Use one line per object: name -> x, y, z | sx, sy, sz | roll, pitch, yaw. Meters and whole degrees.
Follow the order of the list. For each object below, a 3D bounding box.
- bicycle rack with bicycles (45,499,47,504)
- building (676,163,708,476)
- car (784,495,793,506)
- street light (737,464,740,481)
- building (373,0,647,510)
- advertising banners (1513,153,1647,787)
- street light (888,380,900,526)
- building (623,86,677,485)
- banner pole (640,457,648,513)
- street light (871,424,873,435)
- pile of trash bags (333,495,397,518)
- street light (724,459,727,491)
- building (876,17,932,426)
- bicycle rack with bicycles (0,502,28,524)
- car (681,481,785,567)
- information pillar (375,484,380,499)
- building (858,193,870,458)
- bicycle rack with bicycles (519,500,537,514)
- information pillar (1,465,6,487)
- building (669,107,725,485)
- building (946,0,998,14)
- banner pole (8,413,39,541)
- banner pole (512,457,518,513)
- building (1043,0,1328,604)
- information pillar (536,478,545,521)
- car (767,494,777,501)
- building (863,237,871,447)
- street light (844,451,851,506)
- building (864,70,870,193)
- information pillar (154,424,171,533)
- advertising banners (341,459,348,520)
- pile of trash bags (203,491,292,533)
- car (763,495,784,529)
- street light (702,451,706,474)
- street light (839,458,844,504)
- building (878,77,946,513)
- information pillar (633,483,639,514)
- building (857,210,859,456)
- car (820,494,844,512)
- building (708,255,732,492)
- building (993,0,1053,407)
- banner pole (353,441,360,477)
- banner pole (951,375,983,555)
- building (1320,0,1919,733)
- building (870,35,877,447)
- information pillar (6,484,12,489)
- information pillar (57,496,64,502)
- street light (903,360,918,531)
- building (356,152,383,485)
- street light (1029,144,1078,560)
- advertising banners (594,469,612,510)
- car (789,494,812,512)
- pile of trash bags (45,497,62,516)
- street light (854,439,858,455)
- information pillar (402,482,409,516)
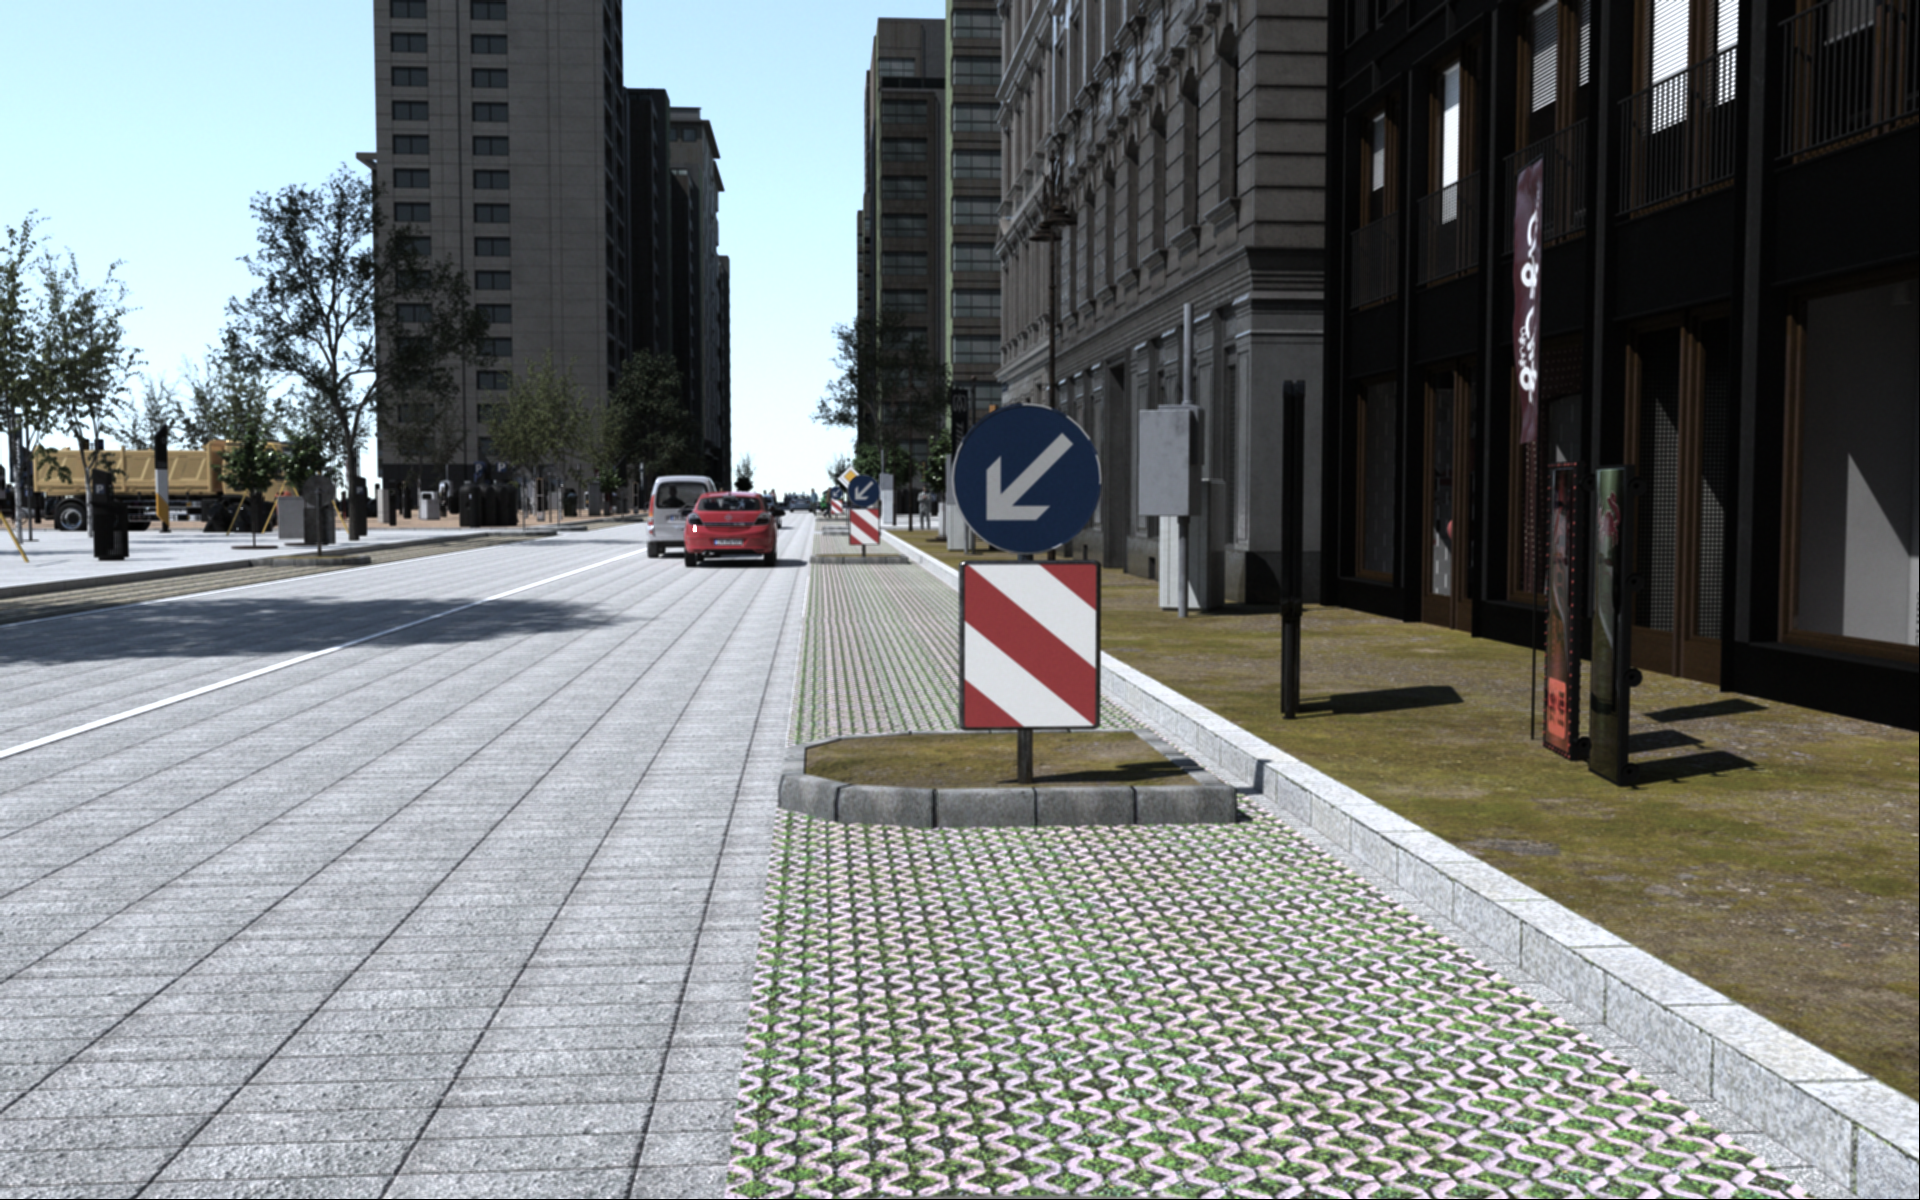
bicycle rack with bicycles -> -62.885, -6.472, 119.192 | 2.852, 0.926, 2.925 | -3, 4, -39
building -> -38.306, -32.049, 207.598 | 14.154, 41.232, 14.086 | 0, 4, -5
car -> -20.163, -11.951, 207.763 | 2.083, 1.381, 4.827 | 0, 4, -3
street light -> -33.603, -17.753, 263.042 | 0.468, 5.910, 1.993 | 0, 4, -5
building -> -37.868, -43.571, 150.640 | 20.563, 71.187, 20.611 | 0, 4, -5
advertising banners -> 2.962, -0.749, 8.436 | 0.090, 3.025, 2.074 | 0, 4, 4
street light -> -2.668, -5.969, 70.380 | 0.468, 5.910, 1.993 | 0, 4, -5
building -> -35.811, -29.702, 169.227 | 14.154, 41.232, 14.086 | 0, 4, -5
banner pole -> -21.598, -7.827, 117.994 | 0.401, 3.779, 0.863 | -3, 5, -40
street light -> -5.418, -8.192, 106.729 | 0.468, 5.910, 1.993 | 0, 4, -5
pile of trash bags -> -32.214, -5.199, 94.758 | 3.447, 1.369, 1.912 | 2, 4, 24
street light -> -30.781, -15.573, 227.406 | 0.468, 5.910, 1.993 | 0, 4, -5
building -> -0.423, -28.731, 153.345 | 14.154, 41.232, 14.086 | 0, 4, -5
bicycle rack with bicycles -> -41.259, -3.634, 72.794 | 2.925, 0.926, 2.852 | 1, 4, 9
car -> -4.677, -1.626, 35.626 | 2.155, 1.783, 4.494 | 0, 4, -5
information pillar -> -40.831, -7.153, 121.436 | 0.304, 2.012, 0.304 | -1, 4, -11
building -> -6.263, -33.881, 237.551 | 14.154, 41.232, 14.086 | 0, 4, -5
bicycle rack with bicycles -> -27.582, -5.855, 109.113 | 2.852, 0.926, 2.925 | -2, 4, -24
information pillar -> -72.860, -8.590, 131.807 | 0.504, 3.616, 0.183 | 1, 4, 16
building -> -47.995, -39.748, 239.123 | 28.713, 52.752, 27.495 | 0, 4, -5
building -> 6.027, -25.596, 102.082 | 14.154, 41.232, 14.086 | 0, 4, -5
banner pole -> -25.578, -3.498, 47.205 | 0.863, 3.779, 0.401 | 1, 4, 15
banner pole -> -29.624, -7.666, 115.349 | 0.401, 3.779, 0.863 | 1, 4, 16
building -> 7.262, -10.985, 28.752 | 9.793, 20.994, 18.267 | 0, 4, -5
information pillar -> -19.774, -4.721, 81.680 | 0.304, 2.012, 0.304 | 0, 4, 5
car -> -26.736, -14.157, 243.463 | 2.014, 1.417, 4.499 | 0, 4, -3
building -> -3.975, -25.982, 196.502 | 14.160, 30.474, 14.107 | 0, 4, -5
street light -> -11.787, -12.895, 183.613 | 0.468, 5.910, 1.993 | 0, 4, -5
building -> -7.784, -52.226, 292.138 | 20.563, 71.187, 20.611 | 0, 4, -5
information pillar -> -26.579, -4.057, 57.688 | 0.183, 3.616, 0.504 | 1, 4, 18
advertising banners -> -30.664, -5.511, 86.292 | 0.090, 3.025, 2.074 | -2, 4, -27
pile of trash bags -> -23.725, -2.963, 58.194 | 3.447, 1.369, 1.912 | 2, 4, 25
car -> -8.400, -3.699, 72.475 | 2.014, 1.417, 4.499 | 0, 4, -4
street light -> -27.083, -12.844, 182.793 | 0.468, 5.910, 1.993 | 0, 4, -5
street light -> -15.602, -15.798, 231.089 | 0.468, 5.910, 1.993 | 0, 4, -5
building -> 1.143, -21.556, 124.142 | 14.160, 30.474, 14.107 | 0, 4, -5
information pillar -> -20.910, -6.562, 111.772 | 0.304, 2.012, 0.304 | 0, 4, -7
building -> -7.937, -34.736, 251.521 | 14.154, 41.232, 14.086 | 0, 4, -5
car -> -10.410, -8.059, 140.554 | 1.959, 1.807, 4.718 | 0, 4, -4
building -> -45.538, -36.968, 288.027 | 14.154, 41.232, 14.086 | 0, 4, -5
building -> 7.211, -12.988, 48.516 | 11.583, 22.565, 21.152 | 0, 4, -5
banner pole -> -28.493, -5.619, 81.880 | 0.401, 3.779, 0.863 | 0, 4, 4
banner pole -> 0.114, -2.842, 36.481 | 0.863, 3.779, 0.401 | -3, 5, -41
building -> 10.923, -11.145, 11.902 | 12.332, 23.373, 15.834 | 0, 4, -5
building -> -1.586, -31.666, 167.848 | 14.600, 45.320, 14.200 | 0, 4, -5
information pillar -> -68.643, -7.375, 125.077 | 0.304, 2.012, 0.304 | 0, 4, -6
information pillar -> -55.099, -6.214, 106.082 | 0.304, 2.012, 0.304 | -1, 4, -13
street light -> -1.708, -5.318, 59.741 | 0.468, 5.910, 1.993 | 0, 4, -5
building -> -45.876, -30.341, 187.949 | 32.217, 40.220, 23.993 | 0, 4, -5
street light -> 1.244, -3.095, 23.398 | 0.468, 5.910, 1.993 | 0, 4, -5
advertising banners -> -24.657, -7.671, 121.612 | 2.074, 3.025, 0.090 | -1, 4, -21
car -> -12.584, -7.658, 137.218 | 2.014, 1.417, 4.499 | 0, 4, -5
pile of trash bags -> -53.946, -5.555, 100.581 | 3.447, 1.369, 1.912 | -2, 4, -29
street light -> -8.872, -10.715, 147.985 | 0.468, 5.910, 1.993 | 0, 4, -5
information pillar -> -32.957, -6.029, 103.061 | 0.304, 2.012, 0.304 | -3, 5, -42
